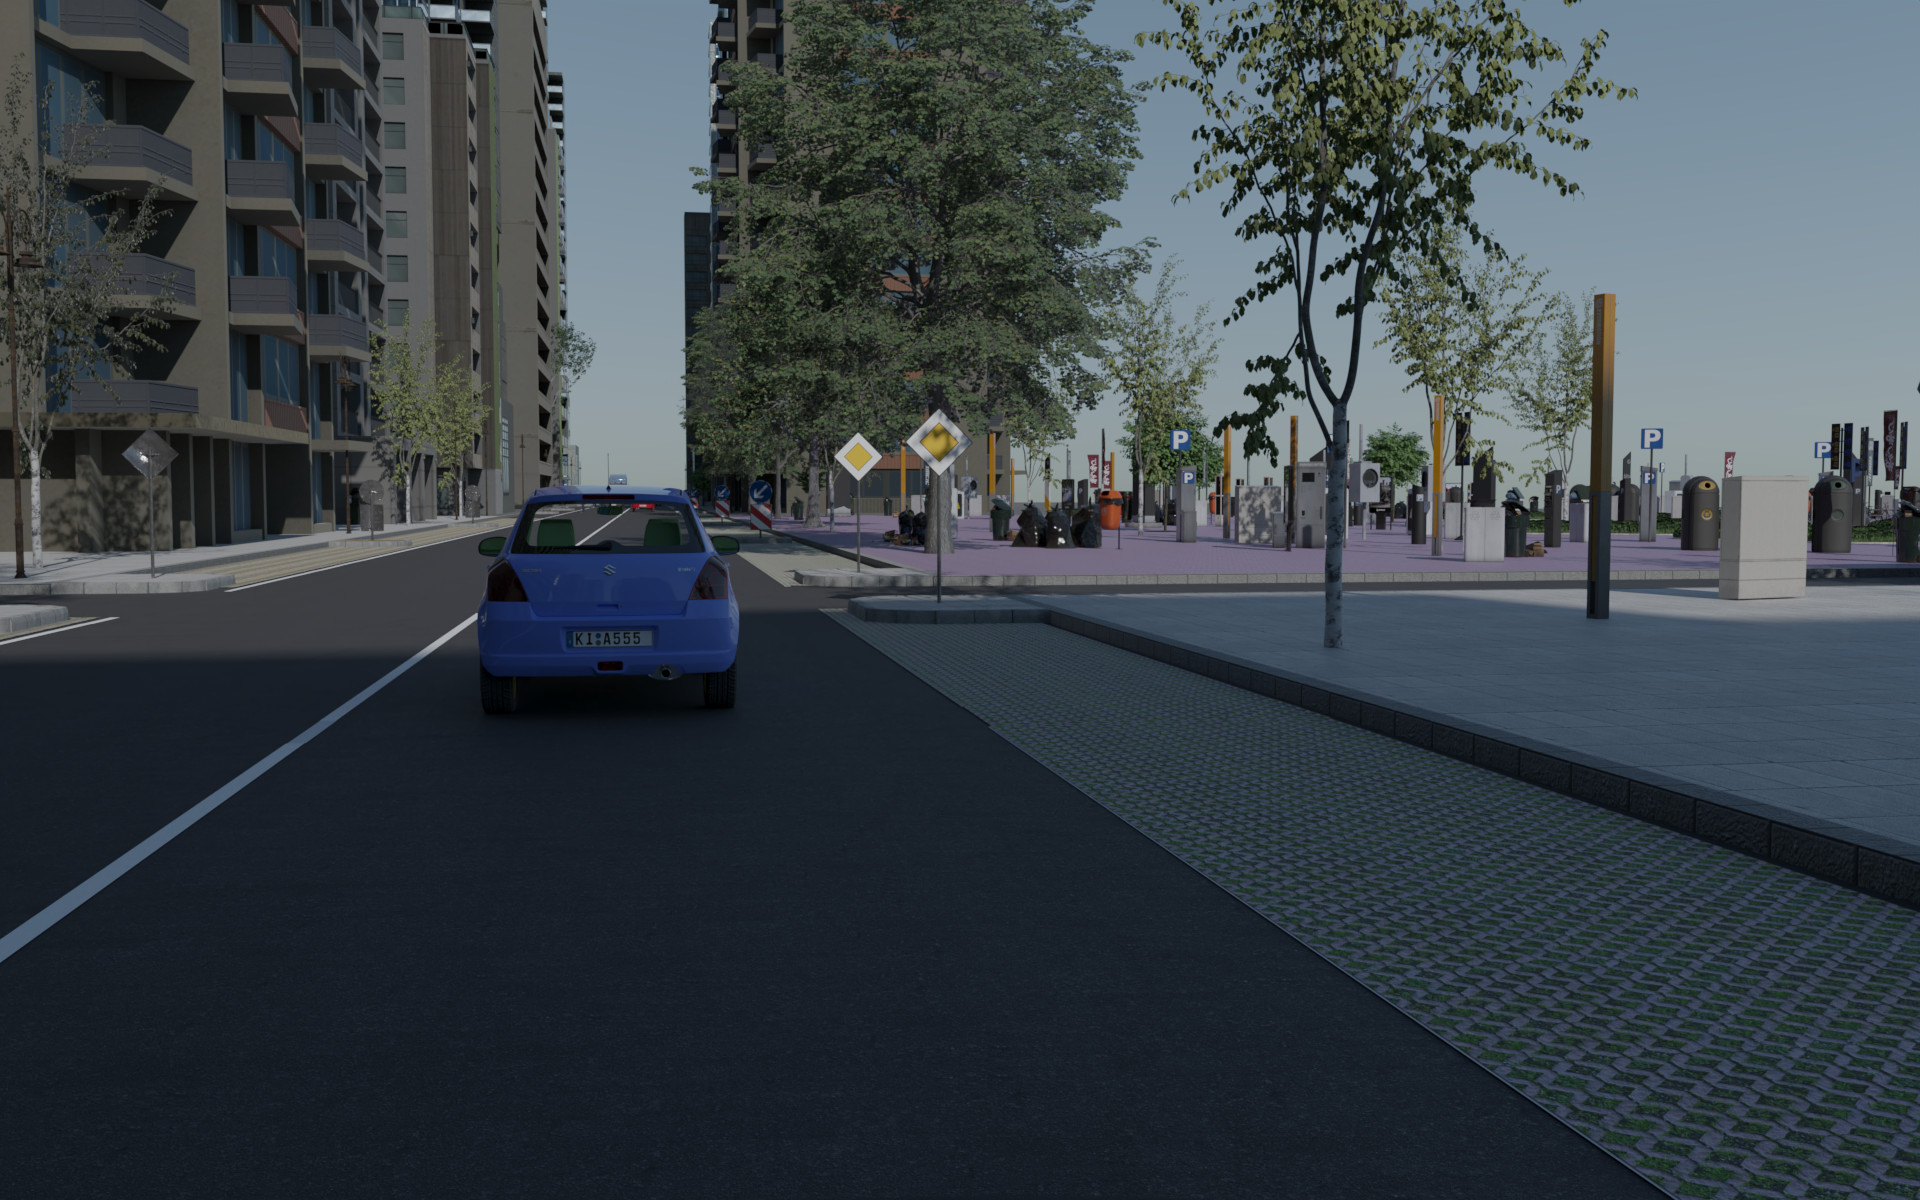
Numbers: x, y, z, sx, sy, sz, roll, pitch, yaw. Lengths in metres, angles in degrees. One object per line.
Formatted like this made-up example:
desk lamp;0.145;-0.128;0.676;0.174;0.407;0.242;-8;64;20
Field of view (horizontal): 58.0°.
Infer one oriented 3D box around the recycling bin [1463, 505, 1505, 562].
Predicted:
recycling bin;9.958;-1.247;32.938;0.722;1.027;0.722;1;4;14

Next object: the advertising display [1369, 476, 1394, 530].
advertising display;15.138;-3.489;62.253;0.123;1.923;0.974;-3;5;-41

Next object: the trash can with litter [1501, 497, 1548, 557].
trash can with litter;11.447;-1.465;35.335;1.055;1.170;0.624;-2;4;-30

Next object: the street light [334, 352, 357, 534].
street light;-19.796;-5.084;55.909;0.468;5.910;1.993;-1;4;-10

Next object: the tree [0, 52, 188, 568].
tree;-15.878;-4.872;30.016;4.360;8.622;3.978;0;3;0

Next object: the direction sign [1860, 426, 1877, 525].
direction sign;30.458;-4.061;58.396;0.379;3.537;0.876;1;4;13

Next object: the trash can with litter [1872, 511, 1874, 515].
trash can with litter;55.481;-5.685;104.340;1.055;1.170;0.624;-2;4;-29

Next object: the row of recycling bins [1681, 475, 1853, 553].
row of recycling bins;18.017;-1.937;38.782;3.534;1.692;1.069;2;4;33

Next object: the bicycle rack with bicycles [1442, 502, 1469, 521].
bicycle rack with bicycles;23.064;-4.154;81.303;2.925;0.926;2.852;-2;4;-32

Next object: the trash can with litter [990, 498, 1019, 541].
trash can with litter;1.328;-2.200;47.350;1.055;1.170;0.624;3;5;43

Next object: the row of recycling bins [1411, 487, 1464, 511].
row of recycling bins;26.226;-5.402;95.443;3.534;1.692;1.069;-2;4;-27

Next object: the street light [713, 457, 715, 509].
street light;-20.986;-10.697;147.679;0.468;5.910;1.993;-1;4;-10

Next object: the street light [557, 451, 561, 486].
street light;-42.393;-12.878;183.350;0.468;5.910;1.993;-1;4;-10

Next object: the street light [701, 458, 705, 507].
street light;-26.258;-12.509;177.310;0.468;5.910;1.993;-1;4;-10

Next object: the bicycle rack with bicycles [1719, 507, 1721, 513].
bicycle rack with bicycles;38.395;-4.522;87.310;2.925;0.926;2.852;2;4;32

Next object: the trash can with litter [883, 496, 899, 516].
trash can with litter;-3.997;-5.526;101.734;1.055;1.170;0.624;-1;4;-9

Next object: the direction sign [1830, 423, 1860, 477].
direction sign;28.176;-3.878;55.408;0.379;3.537;0.876;-1;4;-16

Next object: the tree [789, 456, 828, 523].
tree;-6.600;-5.063;77.383;1.663;3.219;1.824;0;3;0

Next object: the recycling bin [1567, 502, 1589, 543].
recycling bin;16.745;-2.053;46.123;0.722;1.027;0.722;-1;4;-15

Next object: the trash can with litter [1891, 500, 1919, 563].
trash can with litter;18.002;-1.280;32.317;1.055;1.170;0.624;1;4;19

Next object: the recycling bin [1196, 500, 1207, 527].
recycling bin;9.307;-3.434;68.701;0.722;1.027;0.722;-2;4;-32

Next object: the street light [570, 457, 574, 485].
street light;-47.844;-14.712;213.330;0.468;5.910;1.993;-1;4;-10

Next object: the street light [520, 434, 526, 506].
street light;-33.105;-9.685;131.135;0.468;5.910;1.993;-1;4;-10

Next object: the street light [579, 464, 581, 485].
street light;-53.363;-16.555;243.459;0.468;5.910;1.993;-1;4;-10

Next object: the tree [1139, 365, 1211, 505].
tree;11.679;-8.987;97.305;4.360;8.622;3.978;0;3;0

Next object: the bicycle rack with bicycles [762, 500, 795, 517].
bicycle rack with bicycles;-10.204;-5.227;98.851;2.852;0.926;2.925;0;4;-7

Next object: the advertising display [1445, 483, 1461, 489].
advertising display;28.406;-5.775;99.634;0.974;1.923;0.123;1;4;23

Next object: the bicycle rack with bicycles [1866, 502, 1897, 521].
bicycle rack with bicycles;40.053;-3.858;76.461;2.925;0.926;2.852;0;4;0

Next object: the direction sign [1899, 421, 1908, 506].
direction sign;29.581;-3.814;54.357;0.379;3.537;0.876;1;4;17

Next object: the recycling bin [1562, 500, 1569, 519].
recycling bin;27.457;-4.000;77.957;0.722;1.027;0.722;2;4;30

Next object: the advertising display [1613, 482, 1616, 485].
advertising display;33.850;-5.233;90.775;0.974;1.923;0.123;3;5;40

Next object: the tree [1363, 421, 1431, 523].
tree;19.569;-5.776;78.145;4.285;4.588;4.351;0;3;0

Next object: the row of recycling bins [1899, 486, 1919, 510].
row of recycling bins;50.069;-5.147;91.264;1.069;1.692;3.534;2;4;24

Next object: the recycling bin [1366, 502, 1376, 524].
recycling bin;17.944;-3.817;74.958;0.722;1.027;0.722;2;4;26

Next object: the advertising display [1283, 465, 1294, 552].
advertising display;7.385;-2.064;38.957;0.123;1.923;0.974;0;4;5

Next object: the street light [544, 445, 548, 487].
street light;-38.389;-11.499;160.797;0.468;5.910;1.993;-1;4;-10

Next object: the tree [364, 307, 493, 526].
tree;-21.936;-7.270;69.227;4.737;8.622;4.395;0;3;0

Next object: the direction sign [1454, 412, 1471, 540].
direction sign;13.909;-3.423;47.959;0.379;3.537;0.876;-1;4;-9

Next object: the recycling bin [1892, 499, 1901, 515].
recycling bin;48.092;-4.638;88.377;0.722;1.027;0.722;0;4;5

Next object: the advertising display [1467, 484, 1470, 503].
advertising display;32.983;-6.462;110.865;0.974;1.923;0.123;2;4;24

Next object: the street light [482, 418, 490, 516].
street light;-27.770;-7.872;101.496;0.468;5.910;1.993;-1;4;-10

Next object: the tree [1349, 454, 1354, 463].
tree;18.505;-5.384;82.636;1.663;3.219;1.824;0;3;0

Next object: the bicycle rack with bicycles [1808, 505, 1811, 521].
bicycle rack with bicycles;42.042;-4.692;90.089;2.925;0.926;2.852;-1;4;-21

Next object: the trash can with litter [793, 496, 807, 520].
trash can with litter;-7.660;-4.488;84.766;1.055;1.170;0.624;1;4;10

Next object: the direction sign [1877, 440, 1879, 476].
direction sign;38.637;-4.988;73.550;0.379;3.537;0.876;-1;4;-14

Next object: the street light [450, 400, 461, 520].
street light;-24.875;-6.889;85.426;0.468;5.910;1.993;-1;4;-10

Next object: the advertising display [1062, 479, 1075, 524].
advertising display;4.624;-4.216;74.138;0.123;1.923;0.974;-2;4;-24

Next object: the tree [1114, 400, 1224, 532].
tree;6.917;-4.596;58.865;4.285;4.588;4.351;0;3;0

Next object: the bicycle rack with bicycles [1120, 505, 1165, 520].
bicycle rack with bicycles;9.384;-4.352;84.540;2.925;0.926;2.852;3;5;41

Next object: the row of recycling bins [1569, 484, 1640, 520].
row of recycling bins;26.199;-3.876;70.488;1.069;1.692;3.534;-2;4;-25

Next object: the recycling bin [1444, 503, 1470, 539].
recycling bin;14.267;-2.252;49.374;0.722;1.027;0.722;2;4;33

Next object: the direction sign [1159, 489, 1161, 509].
direction sign;8.481;-4.981;73.443;0.876;3.537;0.379;0;4;-2

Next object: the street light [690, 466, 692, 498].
street light;-35.577;-15.676;229.093;0.468;5.910;1.993;-1;4;-10

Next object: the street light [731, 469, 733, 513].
street light;-15.450;-8.830;117.164;0.468;5.910;1.993;-1;4;-10

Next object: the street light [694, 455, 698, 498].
street light;-30.341;-13.873;199.604;0.468;5.910;1.993;-1;4;-10

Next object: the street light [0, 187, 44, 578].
street light;-14.325;-3.269;26.231;0.468;5.910;1.993;-1;4;-10

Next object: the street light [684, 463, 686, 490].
street light;-41.089;-17.526;259.331;0.468;5.910;1.993;-1;4;-10

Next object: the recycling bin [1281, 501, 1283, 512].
recycling bin;11.763;-3.185;64.636;0.722;1.027;0.722;-3;5;-43
